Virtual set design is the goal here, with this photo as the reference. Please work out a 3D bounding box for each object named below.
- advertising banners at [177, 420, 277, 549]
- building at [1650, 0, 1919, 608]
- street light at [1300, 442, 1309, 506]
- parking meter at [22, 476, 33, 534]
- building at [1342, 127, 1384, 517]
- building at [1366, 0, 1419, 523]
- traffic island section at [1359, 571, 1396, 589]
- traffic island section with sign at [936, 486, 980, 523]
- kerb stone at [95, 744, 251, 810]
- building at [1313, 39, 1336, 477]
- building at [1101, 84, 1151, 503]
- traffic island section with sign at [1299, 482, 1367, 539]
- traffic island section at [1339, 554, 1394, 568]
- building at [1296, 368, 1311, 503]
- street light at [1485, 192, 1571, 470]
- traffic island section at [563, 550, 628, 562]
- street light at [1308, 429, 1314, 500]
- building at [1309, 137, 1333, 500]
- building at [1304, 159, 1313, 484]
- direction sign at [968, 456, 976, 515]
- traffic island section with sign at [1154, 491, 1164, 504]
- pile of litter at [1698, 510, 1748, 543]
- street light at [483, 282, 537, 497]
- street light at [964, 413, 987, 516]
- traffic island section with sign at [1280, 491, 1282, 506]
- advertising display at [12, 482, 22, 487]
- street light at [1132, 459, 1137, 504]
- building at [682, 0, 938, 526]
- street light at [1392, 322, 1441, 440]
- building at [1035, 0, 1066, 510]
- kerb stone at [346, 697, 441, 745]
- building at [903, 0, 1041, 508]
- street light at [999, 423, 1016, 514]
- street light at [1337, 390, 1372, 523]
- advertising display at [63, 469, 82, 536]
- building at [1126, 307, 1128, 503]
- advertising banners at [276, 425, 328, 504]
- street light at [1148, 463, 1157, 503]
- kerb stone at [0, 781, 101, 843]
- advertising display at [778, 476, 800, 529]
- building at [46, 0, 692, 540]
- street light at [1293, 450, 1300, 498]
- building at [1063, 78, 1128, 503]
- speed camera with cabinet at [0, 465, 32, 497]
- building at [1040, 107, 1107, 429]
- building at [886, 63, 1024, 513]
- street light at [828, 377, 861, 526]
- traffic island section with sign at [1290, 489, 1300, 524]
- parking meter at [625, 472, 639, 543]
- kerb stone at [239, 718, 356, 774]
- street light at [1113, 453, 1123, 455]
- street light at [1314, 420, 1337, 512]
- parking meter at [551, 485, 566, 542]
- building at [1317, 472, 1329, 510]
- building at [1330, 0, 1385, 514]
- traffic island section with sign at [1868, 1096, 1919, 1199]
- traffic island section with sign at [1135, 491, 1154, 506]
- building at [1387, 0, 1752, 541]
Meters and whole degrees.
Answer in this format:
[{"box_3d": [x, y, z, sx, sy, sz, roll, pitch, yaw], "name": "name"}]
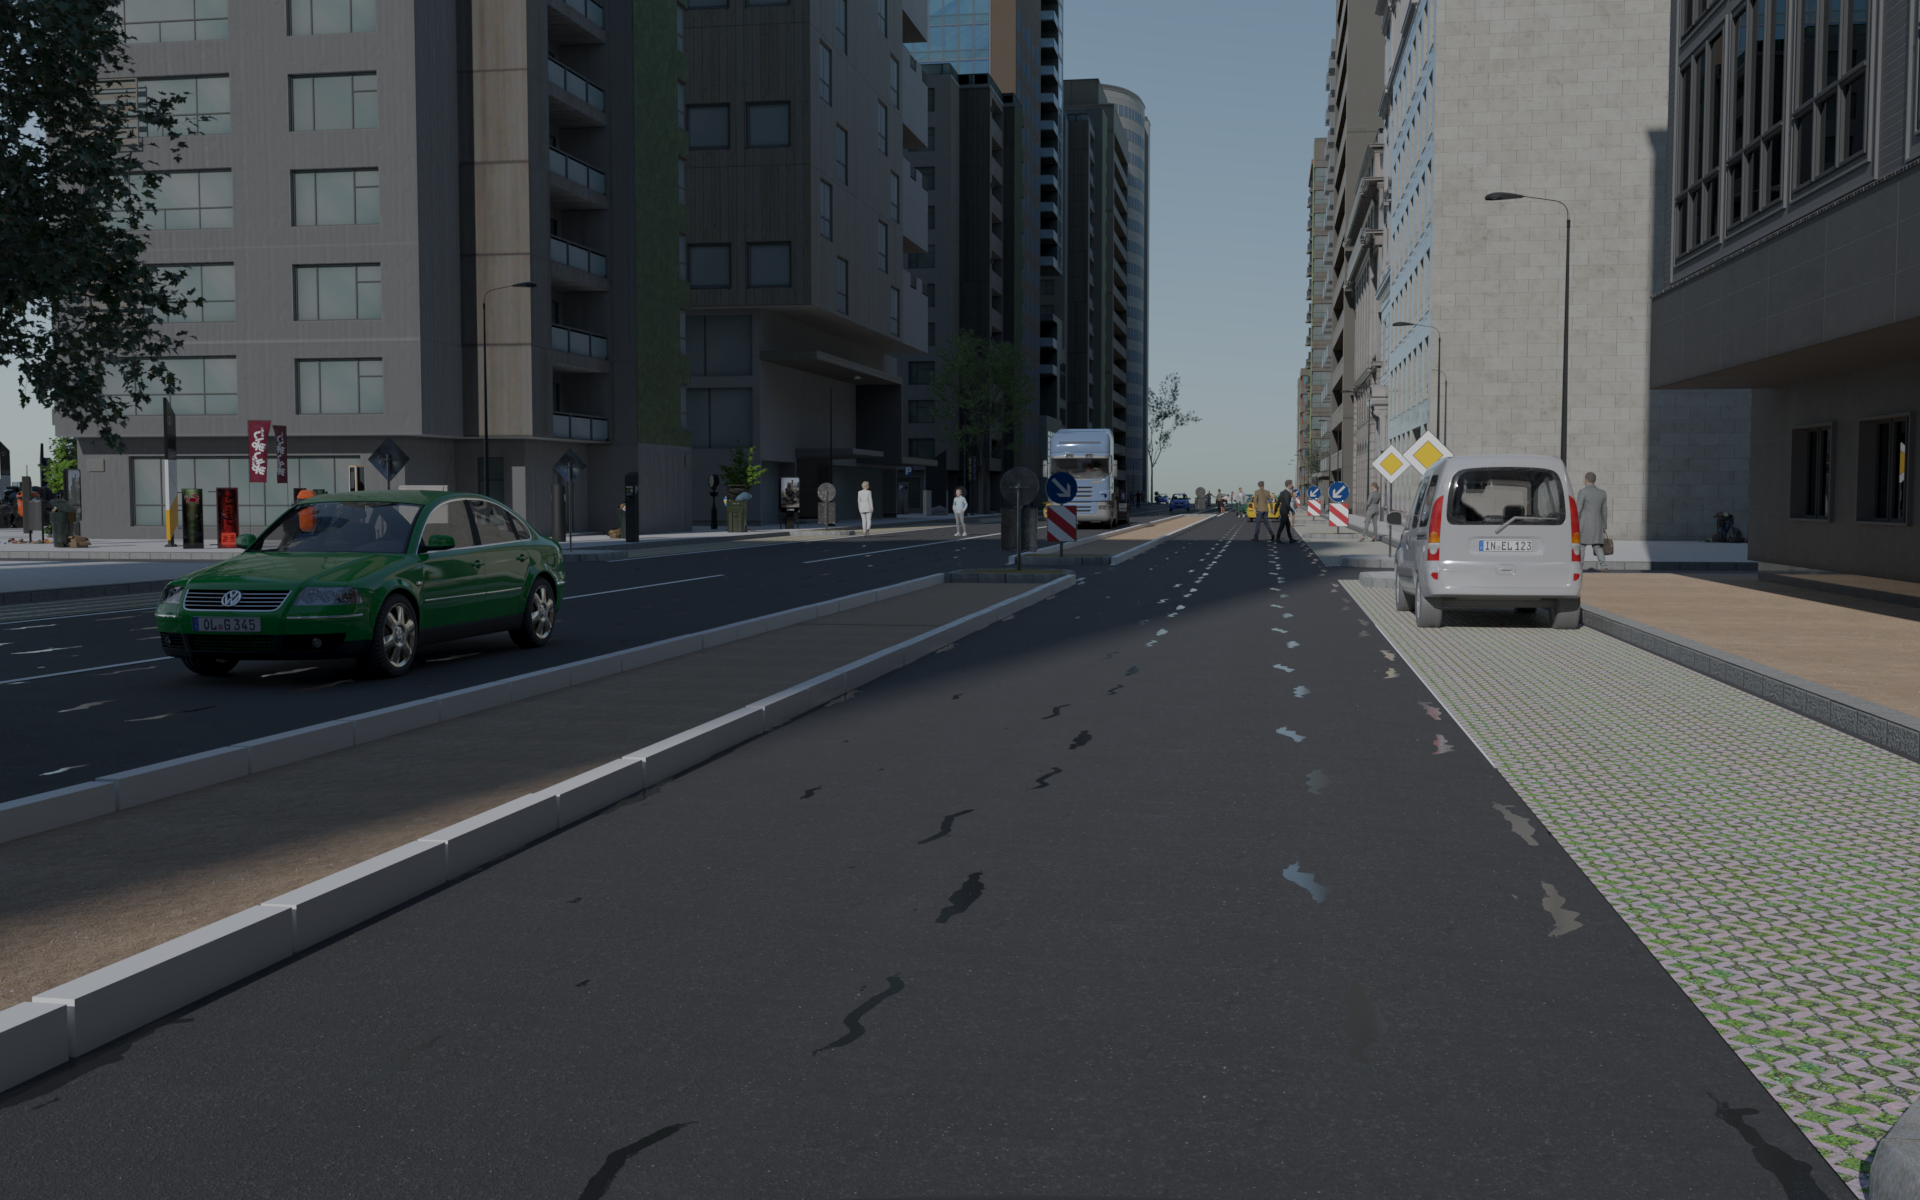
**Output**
[{"box_3d": [-17.252, -2.721, 40.681, 2.074, 3.025, 0.090, -1, 4, -23], "name": "advertising banners"}, {"box_3d": [15.088, -13.387, 12.390, 14.314, 27.812, 24.014, 1, 4, 10], "name": "building"}, {"box_3d": [31.121, -11.067, 153.493, 1.470, 5.913, 1.316, 1, 4, 10], "name": "street light"}, {"box_3d": [-30.401, -3.103, 56.448, 0.255, 1.863, 0.399, -2, 4, -24], "name": "parking meter"}, {"box_3d": [28.403, -15.535, 95.799, 13.314, 21.916, 24.055, 1, 4, 10], "name": "building"}, {"box_3d": [24.805, -17.566, 73.113, 13.634, 28.700, 20.117, 1, 4, 10], "name": "building"}, {"box_3d": [7.346, -0.302, 27.226, 2.009, 0.180, 2.903, 1, 4, 10], "name": "traffic island section"}, {"box_3d": [-0.030, -4.771, 86.632, 1.989, 1.847, 2.006, 1, 4, 10], "name": "traffic island section with sign"}, {"box_3d": [-3.755, 0.850, 8.298, 0.120, 0.150, 1.000, 1, 4, 10], "name": "kerb stone"}, {"box_3d": [46.391, -33.412, 165.896, 23.786, 49.044, 30.456, 1, 4, 10], "name": "building"}, {"box_3d": [15.599, -43.171, 247.848, 21.231, 58.520, 28.212, 1, 4, 10], "name": "building"}, {"box_3d": [12.084, -2.892, 55.916, 1.989, 1.847, 2.006, 1, 4, 10], "name": "traffic island section with sign"}, {"box_3d": [8.732, -0.783, 35.091, 2.009, 0.180, 2.903, 1, 4, 10], "name": "traffic island section"}, {"box_3d": [62.817, -24.736, 249.468, 27.650, 21.520, 28.899, 1, 4, 10], "name": "building"}, {"box_3d": [8.764, -3.313, 26.706, 1.470, 5.913, 1.316, 1, 4, 10], "name": "street light"}, {"box_3d": [-8.592, -0.970, 38.139, 2.009, 0.180, 2.903, 1, 4, 10], "name": "traffic island section"}, {"box_3d": [25.673, -9.194, 122.864, 1.470, 5.913, 1.316, 1, 4, 10], "name": "street light"}, {"box_3d": [47.748, -31.609, 200.405, 14.154, 41.232, 14.086, 1, 4, 10], "name": "building"}, {"box_3d": [55.418, -34.628, 220.786, 22.147, 44.769, 28.867, 1, 4, 10], "name": "building"}, {"box_3d": [0.744, -6.860, 104.154, 0.379, 3.537, 0.876, -2, 4, -31], "name": "direction sign"}, {"box_3d": [27.798, -14.428, 244.529, 1.989, 1.847, 2.006, 1, 4, 10], "name": "traffic island section with sign"}, {"box_3d": [20.386, -1.949, 45.838, 1.176, 0.858, 1.719, -1, 4, -11], "name": "pile of litter"}, {"box_3d": [-9.933, -4.012, 38.129, 1.470, 5.913, 1.316, 1, 4, 10], "name": "street light"}, {"box_3d": [0.832, -7.760, 99.411, 1.470, 5.913, 1.316, 1, 4, 10], "name": "street light"}, {"box_3d": [25.745, -7.631, 133.397, 1.989, 1.847, 2.006, 1, 4, 10], "name": "traffic island section with sign"}, {"box_3d": [-50.254, -5.329, 92.350, 0.974, 1.923, 0.123, 3, 5, 39], "name": "advertising display"}, {"box_3d": [23.174, -15.519, 226.277, 1.470, 5.913, 1.316, 1, 4, 10], "name": "street light"}, {"box_3d": [-16.730, -30.104, 81.443, 28.713, 52.752, 27.495, 1, 4, 10], "name": "building"}, {"box_3d": [12.340, -4.537, 46.727, 1.470, 5.913, 1.316, 1, 4, 10], "name": "street light"}, {"box_3d": [-1.198, -51.628, 156.786, 22.319, 86.520, 31.000, 1, 4, 10], "name": "building"}, {"box_3d": [-3.397, 0.726, 10.322, 0.120, 0.150, 1.000, 1, 4, 10], "name": "kerb stone"}, {"box_3d": [-1.523, -29.633, 134.604, 14.600, 45.320, 14.200, 1, 4, 10], "name": "building"}, {"box_3d": [3.282, -8.631, 113.650, 1.470, 5.913, 1.316, 1, 4, 10], "name": "street light"}, {"box_3d": [17.699, -6.412, 77.372, 1.470, 5.913, 1.316, 1, 4, 10], "name": "street light"}, {"box_3d": [-22.612, -2.381, 44.147, 0.123, 1.923, 0.974, -1, 4, -9], "name": "advertising display"}, {"box_3d": [14.296, -27.785, 225.978, 14.160, 30.474, 14.107, 1, 4, 10], "name": "building"}, {"box_3d": [-17.040, -2.971, 44.762, 0.090, 3.025, 2.074, 1, 4, 17], "name": "advertising banners"}, {"box_3d": [28.532, -17.393, 256.922, 1.470, 5.913, 1.316, 1, 4, 10], "name": "street light"}, {"box_3d": [-3.931, 0.920, 7.280, 0.120, 0.150, 1.000, 1, 4, 10], "name": "kerb stone"}, {"box_3d": [-6.220, -3.541, 63.117, 0.123, 1.923, 0.974, 3, 5, 41], "name": "advertising display"}, {"box_3d": [-17.290, -22.576, 52.715, 14.154, 41.232, 14.086, 1, 4, 10], "name": "building"}, {"box_3d": [36.489, -12.942, 184.137, 1.470, 5.913, 1.316, 1, 4, 10], "name": "street light"}, {"box_3d": [8.583, -35.711, 207.571, 21.300, 48.544, 21.600, 1, 4, 10], "name": "building"}, {"box_3d": [-63.613, -7.495, 116.879, 2.038, 3.252, 0.660, 1, 4, 20], "name": "speed camera with cabinet"}, {"box_3d": [7.507, -30.330, 179.486, 14.154, 41.232, 14.086, 1, 4, 10], "name": "building"}, {"box_3d": [-3.476, -21.332, 120.476, 14.160, 30.474, 14.107, 1, 4, 10], "name": "building"}, {"box_3d": [-4.593, -5.886, 68.778, 1.470, 5.913, 1.316, 1, 4, 10], "name": "street light"}, {"box_3d": [16.970, -4.588, 83.647, 1.989, 1.847, 2.006, 1, 4, 10], "name": "traffic island section with sign"}, {"box_3d": [-8.706, -2.462, 45.968, 0.255, 1.863, 0.399, 1, 4, 11], "name": "parking meter"}, {"box_3d": [-3.577, 0.788, 9.313, 0.120, 0.150, 1.000, 1, 4, 10], "name": "kerb stone"}, {"box_3d": [17.723, -13.646, 195.648, 1.470, 5.913, 1.316, 1, 4, 10], "name": "street light"}, {"box_3d": [23.020, -8.286, 108.024, 1.470, 5.913, 1.316, 1, 4, 10], "name": "street light"}, {"box_3d": [-10.729, -2.317, 46.298, 0.372, 1.533, 0.369, 0, 3, 0], "name": "parking meter"}, {"box_3d": [45.407, -27.320, 138.557, 32.217, 40.220, 23.993, 1, 4, 10], "name": "building"}, {"box_3d": [36.491, -30.157, 116.765, 21.300, 48.544, 21.600, 1, 4, 10], "name": "building"}, {"box_3d": [2.713, 0.356, 2.802, 1.989, 1.847, 2.006, 1, 4, 10], "name": "traffic island section with sign"}, {"box_3d": [23.041, -12.779, 217.558, 1.989, 1.847, 2.006, 1, 4, 10], "name": "traffic island section with sign"}, {"box_3d": [19.719, -12.274, 55.433, 10.420, 20.320, 16.860, 1, 4, 10], "name": "building"}]
